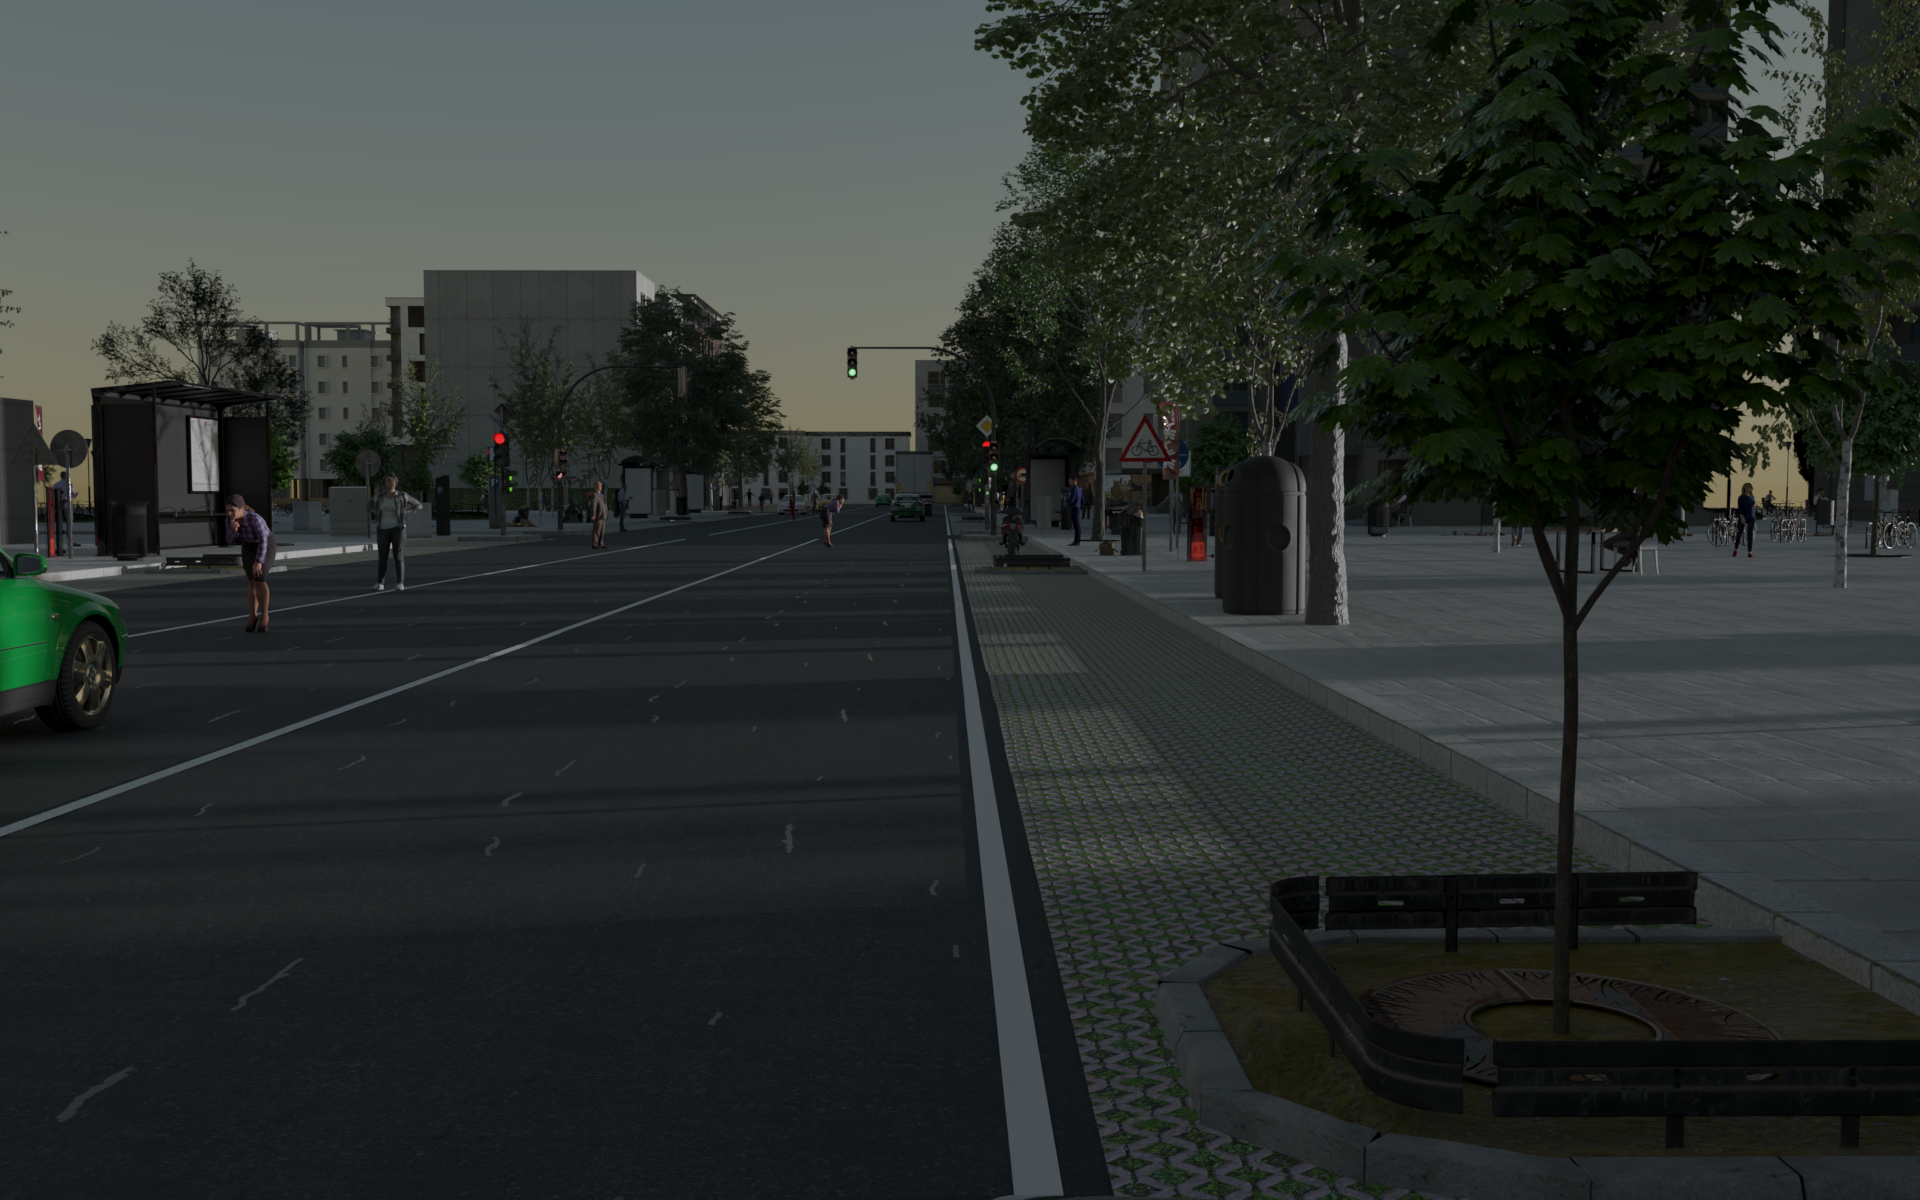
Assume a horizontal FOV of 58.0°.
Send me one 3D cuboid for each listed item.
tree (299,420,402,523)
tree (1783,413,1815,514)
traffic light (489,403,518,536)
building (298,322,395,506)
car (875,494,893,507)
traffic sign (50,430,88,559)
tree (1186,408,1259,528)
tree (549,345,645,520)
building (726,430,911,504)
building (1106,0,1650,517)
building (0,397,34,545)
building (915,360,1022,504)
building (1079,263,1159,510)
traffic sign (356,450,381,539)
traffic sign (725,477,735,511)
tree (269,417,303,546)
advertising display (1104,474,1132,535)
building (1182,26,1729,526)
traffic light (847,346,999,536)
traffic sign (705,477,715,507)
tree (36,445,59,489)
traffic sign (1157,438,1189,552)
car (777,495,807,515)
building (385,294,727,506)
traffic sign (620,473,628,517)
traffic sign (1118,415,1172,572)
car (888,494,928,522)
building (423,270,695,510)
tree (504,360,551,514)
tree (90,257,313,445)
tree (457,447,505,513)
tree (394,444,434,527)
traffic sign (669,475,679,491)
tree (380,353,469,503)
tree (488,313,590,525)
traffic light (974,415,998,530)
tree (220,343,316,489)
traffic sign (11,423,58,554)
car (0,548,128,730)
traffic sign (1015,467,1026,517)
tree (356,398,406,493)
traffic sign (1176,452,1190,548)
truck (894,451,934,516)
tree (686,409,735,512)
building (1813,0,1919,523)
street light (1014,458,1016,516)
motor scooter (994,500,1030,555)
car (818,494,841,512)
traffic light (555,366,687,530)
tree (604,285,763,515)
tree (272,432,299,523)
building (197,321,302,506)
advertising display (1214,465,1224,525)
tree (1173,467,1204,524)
[{"bbox_3d":[-26.522,-5.697,76.854,4.285,4.588,4.351,0,3,0],"label":"tree"},{"bbox_3d":[57.391,-12.630,108.328,13.155,14.587,18.604,-1,4,-8],"label":"tree"},{"bbox_3d":[-14.086,-3.942,53.378,0.839,4.253,0.868,0,4,-1],"label":"traffic light"},{"bbox_3d":[-65.883,-20.800,196.500,11.380,20.091,16.016,0,4,-1],"label":"building"},{"bbox_3d":[-8.348,-11.039,189.288,1.959,1.807,4.718,0,4,-2],"label":"car"},{"bbox_3d":[-17.603,-2.086,34.213,0.768,2.556,0.104,0,4,4],"label":"traffic sign"},{"bbox_3d":[9.822,-4.984,65.210,4.285,4.588,4.351,0,3,0],"label":"tree"},{"bbox_3d":[-17.643,-8.295,85.984,4.737,8.622,4.395,0,3,0],"label":"tree"},{"bbox_3d":[-20.657,-17.780,232.851,28.070,9.664,9.099,0,4,-1],"label":"building"},{"bbox_3d":[26.814,-26.189,120.073,32.217,40.220,23.993,0,4,-1],"label":"building"},{"bbox_3d":[-34.436,-36.380,33.064,20.611,71.187,20.563,0,4,-1],"label":"building"},{"bbox_3d":[9.756,-22.652,236.816,31.486,18.905,16.747,0,4,-1],"label":"building"},{"bbox_3d":[18.168,-17.780,147.129,16.016,20.091,11.380,0,4,-1],"label":"building"},{"bbox_3d":[-17.011,-3.037,49.764,0.768,2.556,0.104,1,4,9],"label":"traffic sign"},{"bbox_3d":[-17.603,-8.092,132.410,0.768,2.556,0.104,0,4,8],"label":"traffic sign"},{"bbox_3d":[-17.149,-2.967,43.118,1.663,3.219,1.824,0,3,0],"label":"tree"},{"bbox_3d":[4.944,-3.016,54.525,0.974,1.923,0.123,-1,4,-17],"label":"advertising display"},{"bbox_3d":[22.927,-23.987,84.062,23.993,40.220,32.217,0,4,-1],"label":"building"},{"bbox_3d":[-1.077,-4.814,53.377,4.771,5.953,1.251,0,4,-1],"label":"traffic light"},{"bbox_3d":[-18.580,-7.867,128.737,0.768,2.556,0.104,0,4,6],"label":"traffic sign"},{"bbox_3d":[-72.107,-9.766,122.579,11.467,7.101,20.602,-1,4,-12],"label":"tree"},{"bbox_3d":[4.702,-2.349,38.510,0.768,2.556,0.104,0,4,0],"label":"traffic sign"},{"bbox_3d":[-11.784,-6.706,122.008,2.083,1.381,4.827,0,4,-2],"label":"car"},{"bbox_3d":[-43.375,-21.204,190.662,32.646,21.610,27.936,0,4,-1],"label":"building"},{"bbox_3d":[-18.655,-5.920,96.896,0.768,2.556,0.104,0,4,7],"label":"traffic sign"},{"bbox_3d":[3.051,-1.751,28.636,0.884,2.594,0.081,0,3,0],"label":"traffic sign"},{"bbox_3d":[-2.778,-4.896,91.853,2.131,1.459,4.920,0,4,-2],"label":"car"},{"bbox_3d":[-34.020,-17.507,152.696,16.747,18.905,31.486,0,4,-1],"label":"building"},{"bbox_3d":[-21.738,-8.740,93.256,4.737,8.622,4.395,0,3,0],"label":"tree"},{"bbox_3d":[-29.311,-8.199,68.461,7.601,10.594,8.767,2,4,25],"label":"tree"},{"bbox_3d":[-33.258,-8.374,120.628,4.285,4.588,4.351,0,3,0],"label":"tree"},{"bbox_3d":[-21.008,-4.460,67.529,1.663,3.219,1.824,0,3,0],"label":"tree"},{"bbox_3d":[-18.950,-7.061,115.453,0.884,2.594,0.081,1,4,9],"label":"traffic sign"},{"bbox_3d":[-28.230,-8.621,91.317,4.737,8.622,4.395,0,3,0],"label":"tree"},{"bbox_3d":[-17.083,-7.341,70.395,4.360,8.622,3.978,0,3,0],"label":"tree"},{"bbox_3d":[0.937,-4.441,61.524,0.839,4.253,0.868,0,4,-1],"label":"traffic light"},{"bbox_3d":[-34.176,-8.239,85.068,4.360,8.622,3.978,0,3,0],"label":"tree"},{"bbox_3d":[-16.959,-1.941,31.741,0.884,2.594,0.081,0,4,3],"label":"traffic sign"},{"bbox_3d":[-6.126,-0.021,9.138,1.959,1.807,4.718,0,4,-1],"label":"car"},{"bbox_3d":[2.970,-5.012,82.055,0.768,2.556,0.104,0,4,2],"label":"traffic sign"},{"bbox_3d":[-44.725,-11.170,132.993,4.360,8.622,3.978,0,3,0],"label":"tree"},{"bbox_3d":[5.150,-2.379,41.031,0.606,2.300,0.079,0,4,4],"label":"traffic sign"},{"bbox_3d":[-3.115,-7.900,118.077,2.839,4.237,11.283,0,4,-1],"label":"truck"},{"bbox_3d":[-18.137,-10.703,125.356,4.737,8.622,4.395,0,3,0],"label":"tree"},{"bbox_3d":[57.093,-32.720,76.971,28.212,58.520,21.231,0,4,-1],"label":"building"},{"bbox_3d":[2.795,-7.062,88.243,0.468,5.910,1.993,0,4,-1],"label":"street light"},{"bbox_3d":[1.163,-1.581,38.632,0.815,1.314,1.986,0,4,0],"label":"motor scooter"},{"bbox_3d":[-10.650,-8.005,141.104,2.015,1.641,3.980,0,4,0],"label":"car"},{"bbox_3d":[-12.072,-5.306,61.418,4.771,5.953,1.251,0,4,-1],"label":"traffic light"},{"bbox_3d":[-16.782,-12.113,104.701,9.857,13.997,8.962,0,3,0],"label":"tree"},{"bbox_3d":[-30.994,-5.697,76.854,4.285,4.588,4.351,0,3,0],"label":"tree"},{"bbox_3d":[-77.259,-20.768,195.977,11.380,20.091,16.016,0,4,-1],"label":"building"},{"bbox_3d":[5.850,-2.077,39.173,0.123,1.923,0.974,0,4,3],"label":"advertising display"},{"bbox_3d":[9.644,-4.889,74.534,1.663,3.219,1.824,0,3,0],"label":"tree"}]
